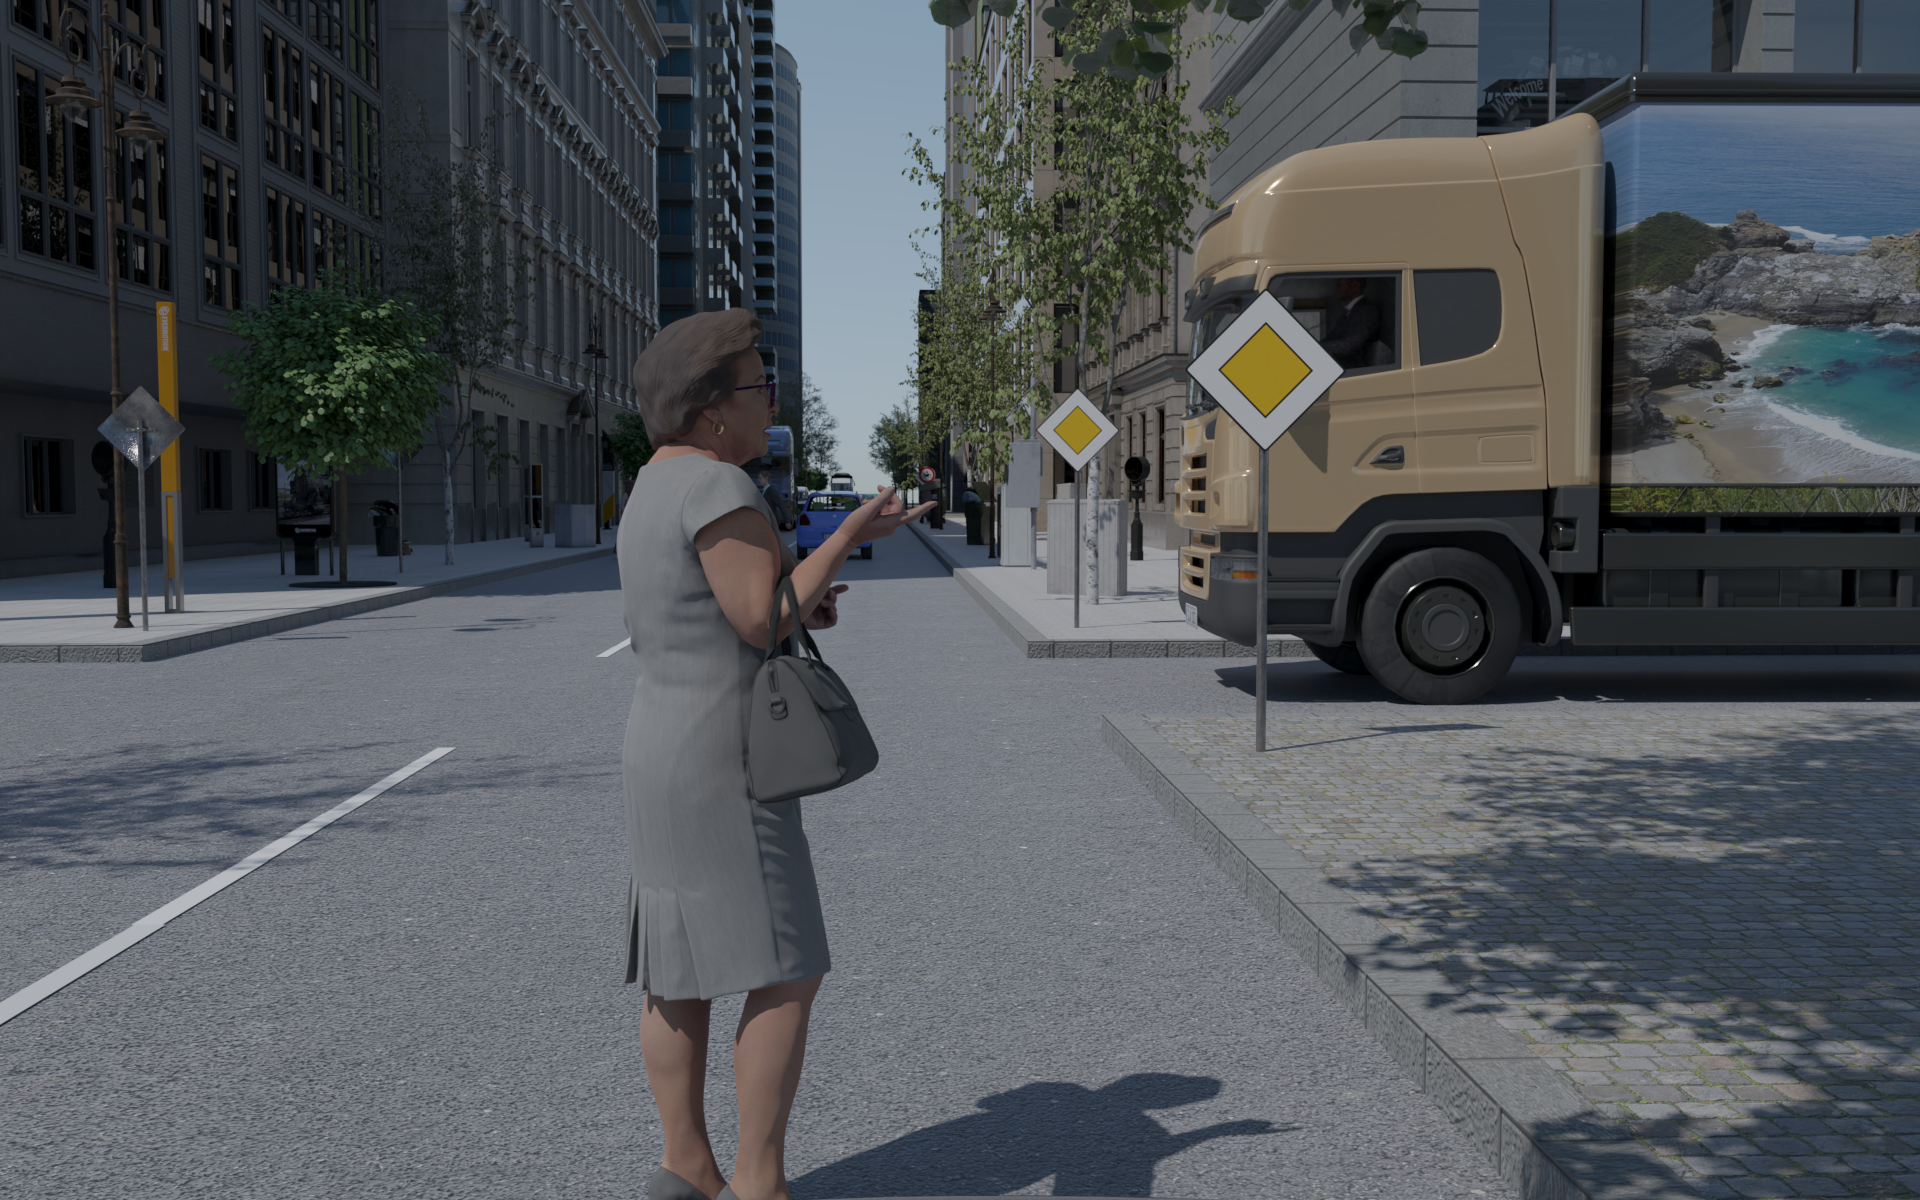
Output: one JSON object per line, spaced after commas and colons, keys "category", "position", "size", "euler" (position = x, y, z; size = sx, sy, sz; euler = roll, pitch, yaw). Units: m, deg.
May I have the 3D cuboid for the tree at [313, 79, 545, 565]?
{"category": "tree", "position": [-9.297, -4.929, 30.950], "size": [4.360, 8.622, 3.978], "euler": [0, 3, 0]}

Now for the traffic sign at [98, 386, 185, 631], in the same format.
{"category": "traffic sign", "position": [-7.619, -0.765, 16.147], "size": [0.795, 2.450, 0.064], "euler": [0, 4, -3]}

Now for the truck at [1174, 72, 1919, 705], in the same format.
{"category": "truck", "position": [6.662, -1.460, 12.792], "size": [11.283, 4.237, 2.839], "euler": [0, 4, -1]}

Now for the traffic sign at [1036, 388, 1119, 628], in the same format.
{"category": "traffic sign", "position": [1.117, -0.789, 16.539], "size": [0.795, 2.450, 0.064], "euler": [0, 4, -3]}

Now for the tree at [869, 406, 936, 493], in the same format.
{"category": "tree", "position": [-6.147, -15.258, 183.887], "size": [7.601, 10.594, 8.767], "euler": [-1, 4, -20]}

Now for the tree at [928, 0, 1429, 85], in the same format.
{"category": "tree", "position": [2.481, -5.839, 2.119], "size": [9.857, 13.997, 8.962], "euler": [0, 3, 0]}

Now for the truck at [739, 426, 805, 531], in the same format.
{"category": "truck", "position": [-8.093, -5.161, 74.139], "size": [2.967, 4.110, 18.799], "euler": [0, 4, -3]}

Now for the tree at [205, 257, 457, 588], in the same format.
{"category": "tree", "position": [-8.708, -2.471, 24.116], "size": [4.285, 4.588, 4.351], "euler": [0, 3, 0]}

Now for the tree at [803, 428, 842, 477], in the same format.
{"category": "tree", "position": [-20.144, -19.036, 245.656], "size": [7.601, 10.594, 8.767], "euler": [-3, 5, -44]}

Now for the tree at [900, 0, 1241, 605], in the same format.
{"category": "tree", "position": [1.476, -4.264, 20.081], "size": [4.737, 8.622, 4.395], "euler": [0, 3, 0]}

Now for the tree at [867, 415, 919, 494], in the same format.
{"category": "tree", "position": [-8.653, -18.497, 228.176], "size": [9.928, 11.665, 9.643], "euler": [0, 3, 0]}

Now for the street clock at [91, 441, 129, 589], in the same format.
{"category": "street clock", "position": [-11.549, -1.163, 23.580], "size": [0.471, 2.002, 0.358], "euler": [2, 4, 26]}

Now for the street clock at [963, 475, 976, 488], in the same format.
{"category": "street clock", "position": [0.346, -3.611, 63.604], "size": [0.471, 2.002, 0.358], "euler": [0, 4, 5]}

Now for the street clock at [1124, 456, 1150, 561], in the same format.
{"category": "street clock", "position": [3.407, -1.758, 33.321], "size": [0.358, 2.002, 0.471], "euler": [-3, 5, -45]}

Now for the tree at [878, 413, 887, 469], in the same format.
{"category": "tree", "position": [0.410, -5.913, 47.036], "size": [4.737, 8.622, 4.395], "euler": [0, 3, 0]}

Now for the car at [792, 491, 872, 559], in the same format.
{"category": "car", "position": [-2.857, -1.818, 39.318], "size": [1.945, 1.707, 3.694], "euler": [0, 4, -5]}

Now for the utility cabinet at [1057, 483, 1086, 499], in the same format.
{"category": "utility cabinet", "position": [2.281, -1.644, 35.560], "size": [0.318, 1.500, 1.173], "euler": [1, 4, 20]}

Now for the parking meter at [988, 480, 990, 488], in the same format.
{"category": "parking meter", "position": [1.309, -4.092, 72.609], "size": [0.255, 1.863, 0.399], "euler": [0, 4, 3]}

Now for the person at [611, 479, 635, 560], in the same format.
{"category": "person", "position": [-7.294, -1.761, 37.890], "size": [0.643, 1.750, 0.593], "euler": [1, 4, 18]}

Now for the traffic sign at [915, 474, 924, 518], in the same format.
{"category": "traffic sign", "position": [-1.703, -4.860, 80.652], "size": [0.795, 2.450, 0.064], "euler": [0, 4, 1]}

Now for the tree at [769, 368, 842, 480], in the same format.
{"category": "tree", "position": [-16.101, -15.721, 167.414], "size": [12.009, 13.543, 11.850], "euler": [0, 3, 0]}

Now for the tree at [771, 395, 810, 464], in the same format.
{"category": "tree", "position": [-13.611, -10.887, 128.372], "size": [4.737, 8.622, 4.395], "euler": [0, 3, 0]}

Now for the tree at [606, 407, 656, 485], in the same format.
{"category": "tree", "position": [-10.009, -4.478, 56.929], "size": [4.285, 4.588, 4.351], "euler": [0, 3, 0]}

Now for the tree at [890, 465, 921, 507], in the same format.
{"category": "tree", "position": [-5.371, -11.700, 175.004], "size": [4.285, 4.588, 4.351], "euler": [0, 3, 0]}

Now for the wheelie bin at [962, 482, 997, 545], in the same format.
{"category": "wheelie bin", "position": [0.472, -2.188, 43.682], "size": [0.693, 1.594, 0.980], "euler": [2, 4, 33]}

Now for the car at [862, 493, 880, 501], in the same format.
{"category": "car", "position": [-5.201, -6.075, 108.118], "size": [1.959, 1.807, 4.718], "euler": [0, 4, -1]}

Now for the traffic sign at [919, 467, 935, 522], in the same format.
{"category": "traffic sign", "position": [-1.527, -4.899, 80.205], "size": [0.768, 2.556, 0.104], "euler": [0, 4, 4]}

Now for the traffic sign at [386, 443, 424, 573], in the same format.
{"category": "traffic sign", "position": [-9.062, -1.641, 28.020], "size": [0.795, 2.450, 0.064], "euler": [0, 4, 3]}

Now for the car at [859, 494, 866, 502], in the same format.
{"category": "car", "position": [-7.108, -7.238, 127.138], "size": [1.959, 1.807, 4.718], "euler": [0, 4, -3]}

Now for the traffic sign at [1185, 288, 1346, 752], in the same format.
{"category": "traffic sign", "position": [1.495, -0.301, 8.563], "size": [0.795, 2.450, 0.064], "euler": [0, 4, -3]}

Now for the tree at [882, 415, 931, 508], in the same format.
{"category": "tree", "position": [-4.798, -12.443, 153.811], "size": [4.360, 8.622, 3.978], "euler": [0, 3, 0]}

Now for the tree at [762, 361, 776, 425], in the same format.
{"category": "tree", "position": [-11.797, -8.440, 88.359], "size": [4.360, 8.622, 3.978], "euler": [0, 3, 0]}

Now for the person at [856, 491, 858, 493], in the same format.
{"category": "person", "position": [-13.197, -13.012, 221.267], "size": [0.705, 1.821, 1.348], "euler": [2, 4, 27]}

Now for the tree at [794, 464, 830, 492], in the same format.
{"category": "tree", "position": [-17.416, -13.977, 212.235], "size": [4.285, 4.588, 4.351], "euler": [0, 3, 0]}

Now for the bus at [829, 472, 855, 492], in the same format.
{"category": "bus", "position": [-13.695, -12.783, 200.554], "size": [2.896, 3.916, 12.252], "euler": [0, 4, -4]}

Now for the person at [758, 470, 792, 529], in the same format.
{"category": "person", "position": [-3.433, -1.373, 30.729], "size": [0.755, 1.850, 0.659], "euler": [-2, 4, -26]}

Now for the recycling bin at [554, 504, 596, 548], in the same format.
{"category": "recycling bin", "position": [-9.276, -1.785, 41.743], "size": [0.722, 1.027, 0.722], "euler": [3, 5, 41]}

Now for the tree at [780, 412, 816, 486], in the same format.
{"category": "tree", "position": [-14.854, -12.404, 153.168], "size": [4.360, 8.622, 3.978], "euler": [0, 3, 0]}

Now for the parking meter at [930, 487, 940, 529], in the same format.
{"category": "parking meter", "position": [-0.922, -3.417, 64.285], "size": [0.372, 1.533, 0.369], "euler": [0, 3, 0]}

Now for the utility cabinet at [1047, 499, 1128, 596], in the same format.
{"category": "utility cabinet", "position": [1.611, -0.664, 22.020], "size": [1.020, 1.237, 0.306], "euler": [2, 4, 31]}
